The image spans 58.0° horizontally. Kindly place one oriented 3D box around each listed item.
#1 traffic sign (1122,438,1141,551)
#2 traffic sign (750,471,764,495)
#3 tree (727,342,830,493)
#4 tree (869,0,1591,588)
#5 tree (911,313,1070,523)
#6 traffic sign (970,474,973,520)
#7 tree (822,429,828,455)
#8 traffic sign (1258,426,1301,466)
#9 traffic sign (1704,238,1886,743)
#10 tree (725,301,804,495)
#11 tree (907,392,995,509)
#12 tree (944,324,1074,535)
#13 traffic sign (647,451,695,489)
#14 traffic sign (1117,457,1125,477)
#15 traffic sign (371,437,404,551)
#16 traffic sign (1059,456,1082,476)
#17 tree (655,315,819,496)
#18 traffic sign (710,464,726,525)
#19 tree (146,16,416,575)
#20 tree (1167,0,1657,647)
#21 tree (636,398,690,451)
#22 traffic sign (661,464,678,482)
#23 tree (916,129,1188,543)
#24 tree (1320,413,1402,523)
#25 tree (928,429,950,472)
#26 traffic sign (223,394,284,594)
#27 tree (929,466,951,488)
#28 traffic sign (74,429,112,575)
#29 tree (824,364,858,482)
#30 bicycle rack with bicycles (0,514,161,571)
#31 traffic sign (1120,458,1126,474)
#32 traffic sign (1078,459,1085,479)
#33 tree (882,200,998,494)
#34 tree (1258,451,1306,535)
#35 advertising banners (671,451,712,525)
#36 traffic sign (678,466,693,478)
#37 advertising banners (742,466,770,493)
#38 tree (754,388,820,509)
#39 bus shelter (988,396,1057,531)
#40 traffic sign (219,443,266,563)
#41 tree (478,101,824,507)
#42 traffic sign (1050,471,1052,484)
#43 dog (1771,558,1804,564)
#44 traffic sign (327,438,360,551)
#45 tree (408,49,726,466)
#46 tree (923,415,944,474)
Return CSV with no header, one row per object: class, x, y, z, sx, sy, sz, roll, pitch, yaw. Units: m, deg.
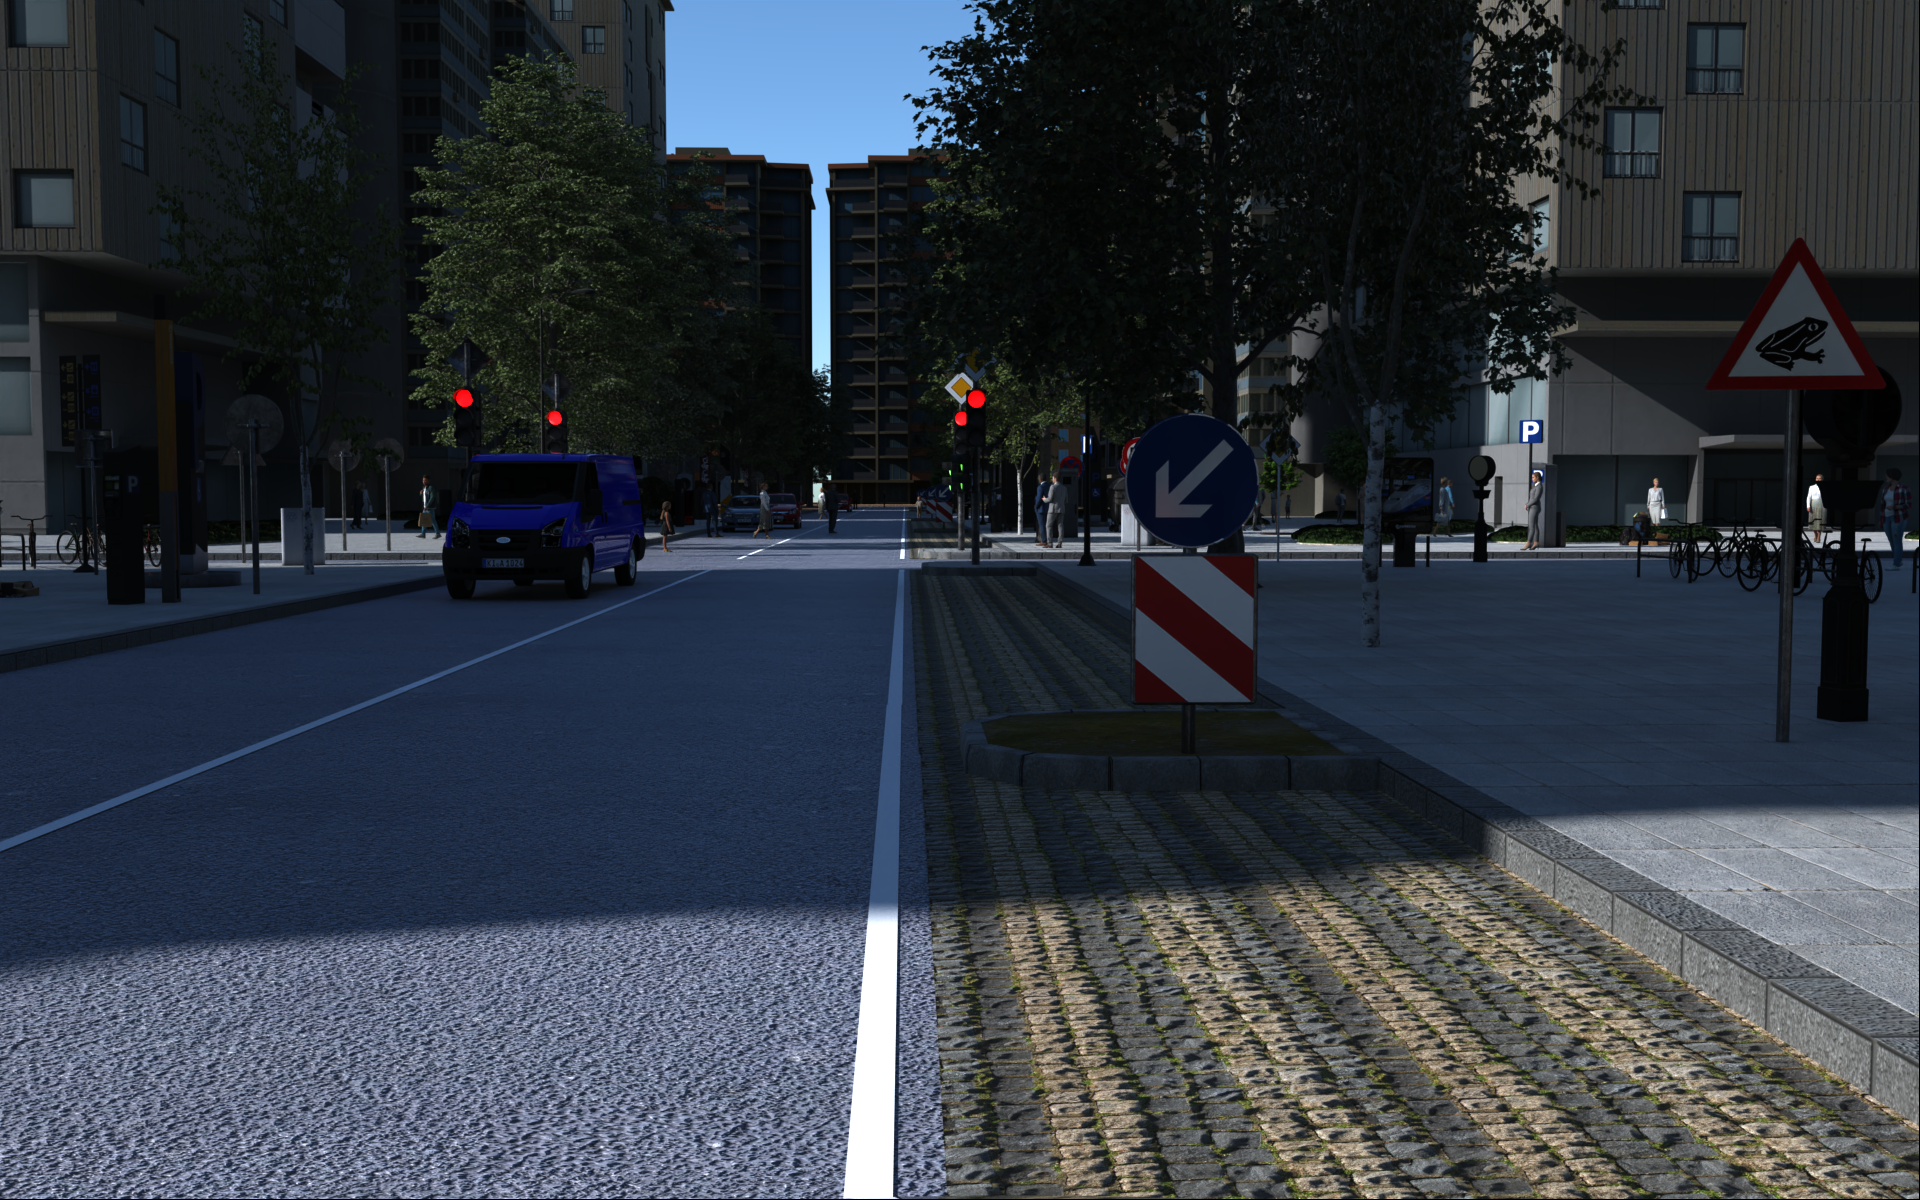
traffic sign,4.026,-2.376,38.954,0.768,2.556,0.104,0,4,6
traffic sign,-11.363,-5.930,97.069,0.768,2.556,0.104,0,4,-1
tree,-13.451,-12.938,128.546,9.611,12.733,9.660,0,3,0
tree,3.535,-6.514,23.519,9.611,12.733,9.660,0,3,0
tree,1.510,-9.219,76.490,9.928,11.665,9.643,0,3,0
traffic sign,0.564,-5.121,85.860,0.606,2.300,0.079,0,4,0
tree,-13.130,-11.941,145.591,4.737,8.622,4.395,0,3,0
traffic sign,6.005,-2.004,32.502,0.795,2.593,0.064,0,3,0
traffic sign,4.258,-0.544,8.891,0.884,2.594,0.081,0,4,5
tree,-12.721,-11.272,102.429,7.486,12.596,7.792,0,3,0
tree,-0.393,-13.106,148.699,8.767,10.594,7.601,0,4,0
tree,1.936,-6.360,54.349,4.737,8.622,4.395,0,3,0
traffic sign,-13.616,-5.366,81.613,2.265,3.308,0.079,0,4,4
traffic sign,5.406,-3.379,55.350,0.768,2.556,0.104,0,4,-1
traffic sign,-12.890,-2.380,39.013,0.768,2.556,0.104,0,4,5
traffic sign,3.716,-3.542,58.010,0.768,2.556,0.104,0,4,7
tree,-11.693,-9.501,89.757,8.767,10.594,7.601,-1,4,-11
traffic sign,-10.229,-4.446,72.799,0.768,2.556,0.104,0,4,2
tree,-10.360,-4.695,27.126,4.737,8.622,4.395,0,3,0
tree,3.596,-3.922,14.489,4.360,8.622,3.978,0,3,0
tree,-18.844,-9.744,109.673,4.360,8.622,3.978,0,3,0
traffic sign,-12.268,-4.461,73.047,0.768,2.556,0.104,0,4,3
tree,2.652,-7.792,45.532,7.486,12.596,7.792,0,3,0
tree,16.195,-5.269,69.855,4.285,4.588,4.351,0,3,0
tree,-1.758,-14.302,184.194,4.360,8.622,3.978,0,3,0
traffic sign,-9.017,-1.347,22.125,0.768,2.556,0.104,0,4,0
tree,-1.725,-11.958,179.225,4.285,4.588,4.351,0,3,0
traffic sign,-13.696,-1.546,27.403,0.606,2.300,0.079,0,4,2
tree,-14.860,-16.115,170.142,9.857,13.997,8.962,0,3,0
bicycle rack with bicycles,-15.617,-1.047,30.501,2.852,0.926,2.925,-3,5,-39
traffic sign,5.203,-3.184,52.162,0.768,2.556,0.104,0,4,7
traffic sign,4.015,-3.728,61.053,0.768,2.556,0.104,0,4,1
tree,2.480,-15.093,102.658,12.611,20.169,13.585,0,3,0
tree,9.905,-3.678,54.735,1.663,3.219,1.824,0,3,0
advertising banners,-11.196,-4.587,71.190,2.074,3.025,0.090,0,4,6
traffic sign,-12.627,-4.856,79.500,0.768,2.556,0.104,0,4,2
advertising banners,-12.939,-6.985,110.387,2.074,3.025,0.090,-2,4,-34
tree,-12.295,-10.367,119.858,4.737,8.622,4.395,0,3,0
bus shelter,2.159,-5.272,63.825,2.179,5.291,8.768,0,4,-2
traffic sign,-13.298,-1.963,32.094,0.884,2.594,0.081,0,4,3
tree,-11.108,-9.153,56.305,9.857,13.997,8.962,0,3,0
traffic sign,4.706,-5.357,87.684,0.768,2.556,0.104,0,4,-1
dog,15.236,-0.866,31.890,0.550,0.427,0.748,0,4,-4
traffic sign,-13.906,-2.383,39.072,0.768,2.556,0.104,0,4,5
tree,-10.417,-7.758,44.963,7.486,12.596,7.792,0,3,0
tree,-0.708,-11.273,134.681,4.737,8.622,4.395,0,3,0
